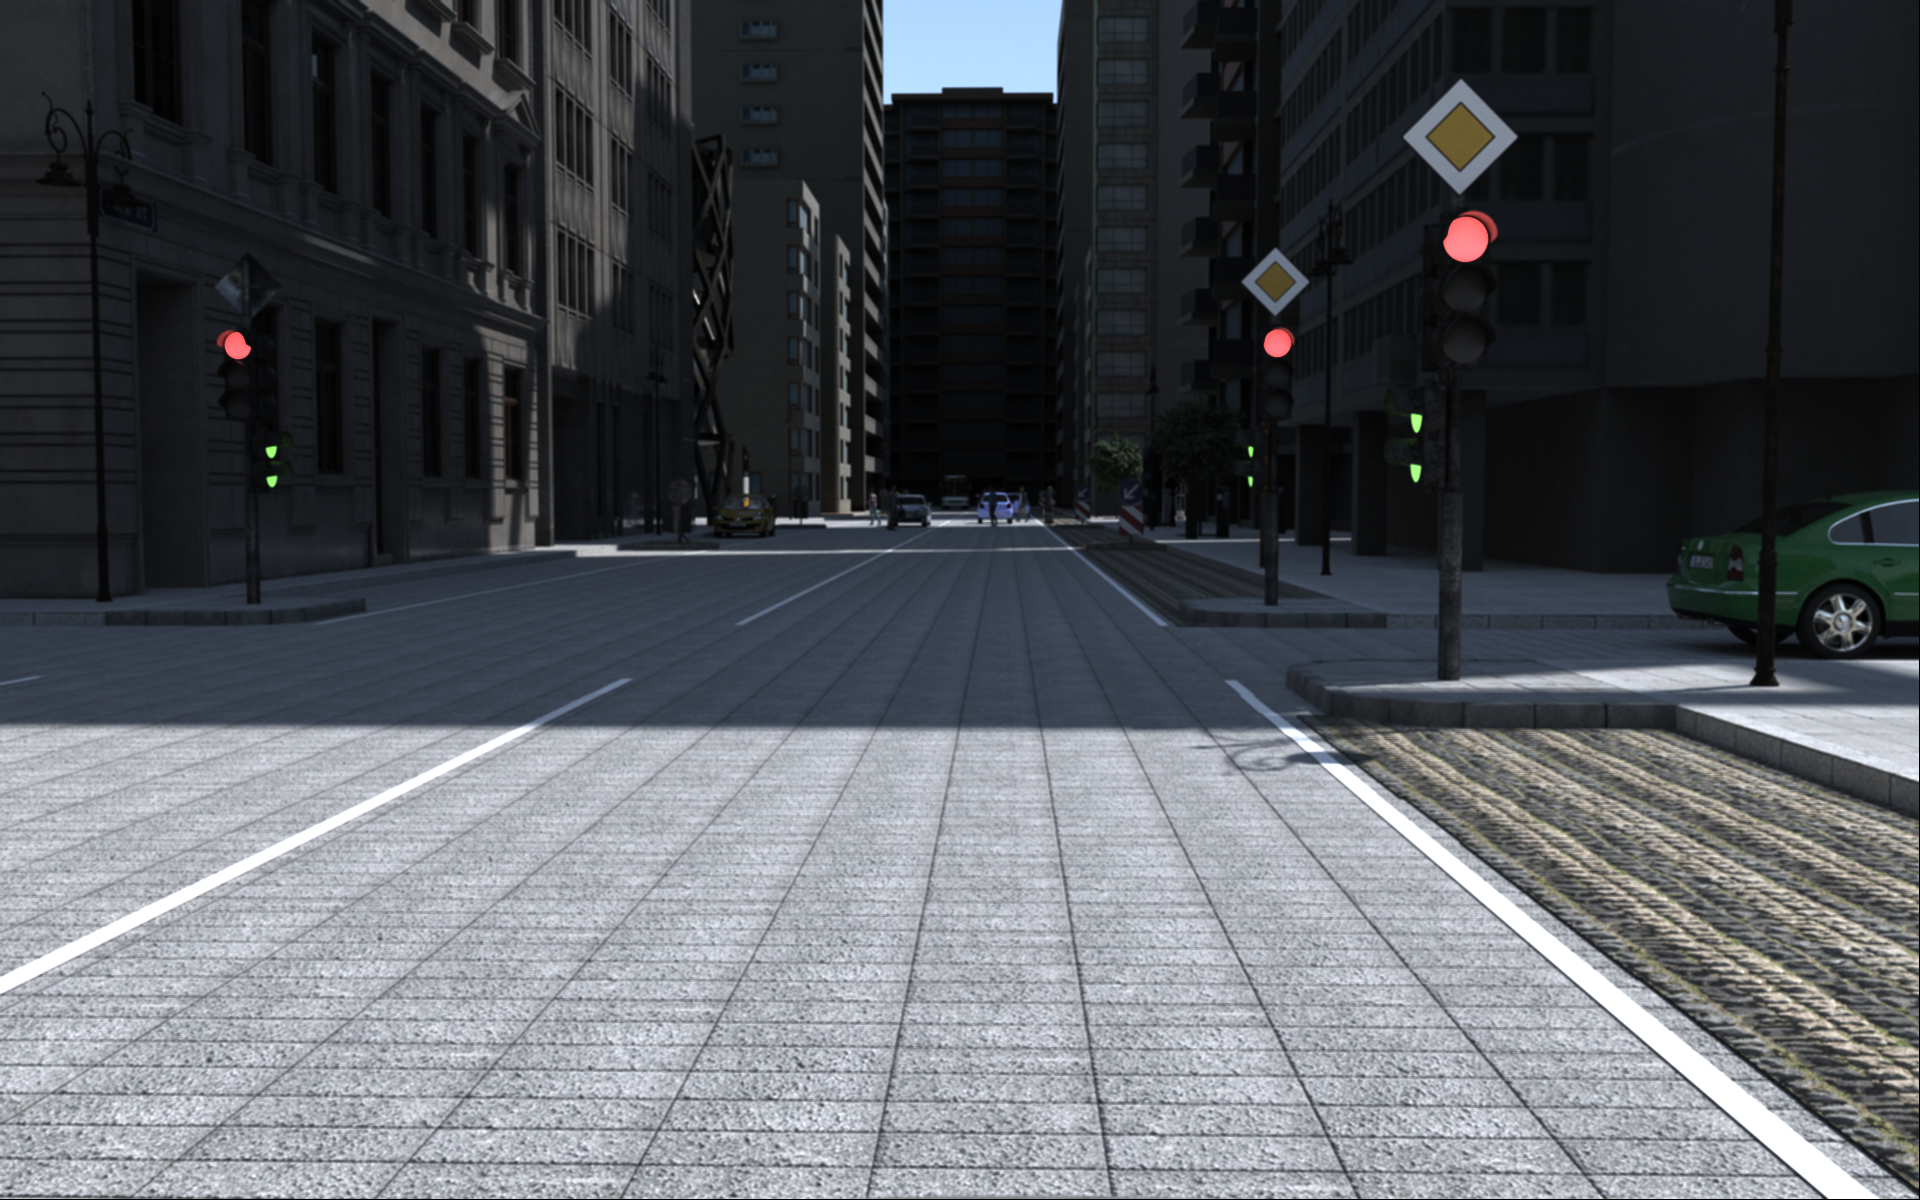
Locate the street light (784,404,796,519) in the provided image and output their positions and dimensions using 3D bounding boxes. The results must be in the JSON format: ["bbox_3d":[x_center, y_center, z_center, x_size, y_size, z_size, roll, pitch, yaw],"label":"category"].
[{"bbox_3d":[-8.578,-7.019,87.551,0.468,5.910,1.993,0,4,1],"label":"street light"}]

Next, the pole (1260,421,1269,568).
[{"bbox_3d":[5.325,-2.215,30.055,0.158,3.312,0.155,0,3,0],"label":"pole"}]

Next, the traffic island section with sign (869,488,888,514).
[{"bbox_3d":[-5.319,-6.933,121.985,1.989,1.847,2.006,0,4,1],"label":"traffic island section with sign"}]

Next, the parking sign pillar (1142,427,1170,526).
[{"bbox_3d":[7.710,-4.950,69.403,1.447,3.967,1.447,2,4,25],"label":"parking sign pillar"}]

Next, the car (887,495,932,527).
[{"bbox_3d":[-2.237,-3.987,77.187,2.014,1.417,4.499,0,4,2],"label":"car"}]

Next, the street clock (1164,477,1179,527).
[{"bbox_3d":[8.309,-3.855,67.604,0.471,2.002,0.358,0,4,-6],"label":"street clock"}]

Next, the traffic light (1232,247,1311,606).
[{"bbox_3d":[3.567,-1.891,19.844,0.839,4.253,0.868,0,4,1],"label":"traffic light"}]

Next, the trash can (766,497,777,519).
[{"bbox_3d":[-9.284,-4.471,84.749,0.748,1.137,0.748,0,3,0],"label":"trash can"}]

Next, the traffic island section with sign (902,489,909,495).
[{"bbox_3d":[-4.631,-8.581,148.931,1.989,1.847,2.006,0,4,1],"label":"traffic island section with sign"}]

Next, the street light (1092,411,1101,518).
[{"bbox_3d":[7.456,-7.448,94.564,0.468,5.910,1.993,0,4,1],"label":"street light"}]

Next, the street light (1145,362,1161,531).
[{"bbox_3d":[6.742,-5.376,60.688,0.468,5.910,1.993,0,4,1],"label":"street light"}]

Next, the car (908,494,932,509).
[{"bbox_3d":[-2.689,-5.832,105.139,2.009,1.686,4.222,0,4,1],"label":"car"}]

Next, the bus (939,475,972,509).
[{"bbox_3d":[-0.441,-10.334,163.821,2.948,3.499,13.247,0,4,0],"label":"bus"}]

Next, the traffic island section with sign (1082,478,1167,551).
[{"bbox_3d":[4.241,-2.197,44.547,1.989,1.847,2.006,0,4,1],"label":"traffic island section with sign"}]

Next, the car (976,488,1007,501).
[{"bbox_3d":[2.161,-6.273,111.233,2.281,1.827,5.304,0,4,0],"label":"car"}]

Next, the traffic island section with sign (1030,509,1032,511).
[{"bbox_3d":[6.949,-8.562,148.623,1.989,1.847,2.006,0,4,1],"label":"traffic island section with sign"}]

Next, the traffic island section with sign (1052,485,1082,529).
[{"bbox_3d":[4.960,-3.878,72.032,1.989,1.847,2.006,0,4,1],"label":"traffic island section with sign"}]

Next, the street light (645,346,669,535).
[{"bbox_3d":[-9.447,-4.975,54.121,0.468,5.910,1.993,0,4,1],"label":"street light"}]

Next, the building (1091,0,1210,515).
[{"bbox_3d":[15.547,-26.218,112.254,14.154,41.232,14.086,0,4,1],"label":"building"}]

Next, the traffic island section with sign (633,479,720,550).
[{"bbox_3d":[-7.320,-2.225,45.000,1.989,1.847,2.006,0,4,1],"label":"traffic island section with sign"}]

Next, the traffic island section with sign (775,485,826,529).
[{"bbox_3d":[-6.609,-3.884,72.139,1.989,1.847,2.006,0,4,1],"label":"traffic island section with sign"}]

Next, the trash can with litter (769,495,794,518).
[{"bbox_3d":[-9.893,-5.037,93.404,2.233,1.210,1.678,3,4,38],"label":"trash can with litter"}]

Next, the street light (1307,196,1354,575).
[{"bbox_3d":[5.796,-3.332,27.260,0.468,5.910,1.993,0,4,1],"label":"street light"}]

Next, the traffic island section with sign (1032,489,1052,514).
[{"bbox_3d":[6.243,-6.914,121.677,1.989,1.847,2.006,0,4,1],"label":"traffic island section with sign"}]

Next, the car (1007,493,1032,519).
[{"bbox_3d":[3.229,-5.600,101.150,1.945,1.707,3.694,0,4,3],"label":"car"}]

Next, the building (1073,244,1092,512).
[{"bbox_3d":[23.246,-17.681,134.117,27.650,21.520,28.899,0,4,1],"label":"building"}]

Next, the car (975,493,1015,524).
[{"bbox_3d":[1.702,-4.580,84.467,1.945,1.707,3.694,0,4,0],"label":"car"}]

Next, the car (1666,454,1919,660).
[{"bbox_3d":[8.959,-0.420,15.657,4.718,1.807,1.959,0,4,2],"label":"car"}]

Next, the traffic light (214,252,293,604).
[{"bbox_3d":[-8.240,-1.909,20.132,0.839,4.253,0.868,0,4,1],"label":"traffic light"}]

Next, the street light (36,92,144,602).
[{"bbox_3d":[-10.208,-2.917,20.482,0.468,5.910,1.993,0,4,1],"label":"street light"}]

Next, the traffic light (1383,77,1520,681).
[{"bbox_3d":[3.361,-1.403,11.861,0.839,4.253,0.868,0,4,1],"label":"traffic light"}]

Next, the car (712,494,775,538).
[{"bbox_3d":[-7.179,-2.909,57.793,2.015,1.641,3.980,0,3,0],"label":"car"}]

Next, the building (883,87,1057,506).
[{"bbox_3d":[0.719,-32.717,189.548,28.867,44.769,22.147,0,4,1],"label":"building"}]

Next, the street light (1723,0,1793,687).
[{"bbox_3d":[5.399,-2.364,11.445,0.468,5.910,1.993,0,4,1],"label":"street light"}]
